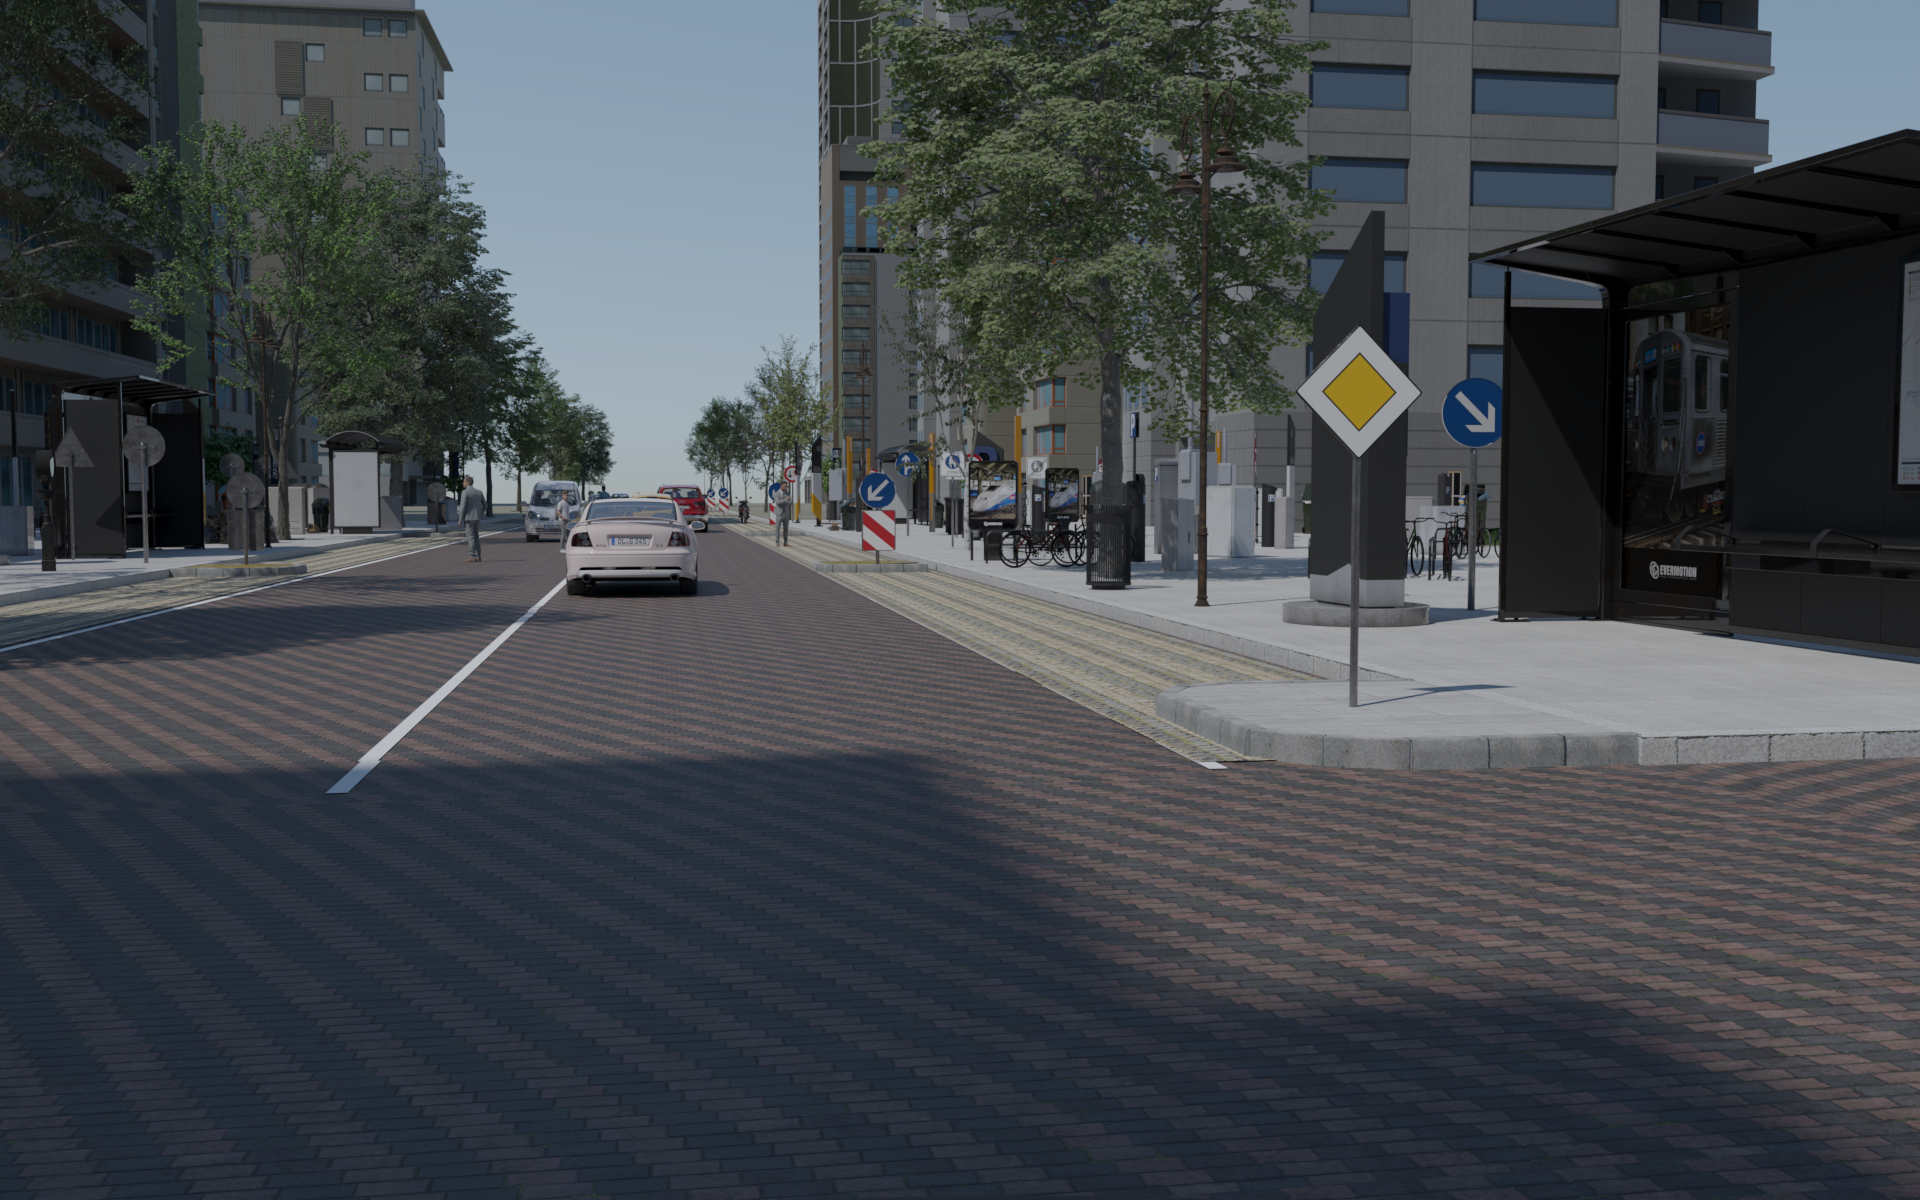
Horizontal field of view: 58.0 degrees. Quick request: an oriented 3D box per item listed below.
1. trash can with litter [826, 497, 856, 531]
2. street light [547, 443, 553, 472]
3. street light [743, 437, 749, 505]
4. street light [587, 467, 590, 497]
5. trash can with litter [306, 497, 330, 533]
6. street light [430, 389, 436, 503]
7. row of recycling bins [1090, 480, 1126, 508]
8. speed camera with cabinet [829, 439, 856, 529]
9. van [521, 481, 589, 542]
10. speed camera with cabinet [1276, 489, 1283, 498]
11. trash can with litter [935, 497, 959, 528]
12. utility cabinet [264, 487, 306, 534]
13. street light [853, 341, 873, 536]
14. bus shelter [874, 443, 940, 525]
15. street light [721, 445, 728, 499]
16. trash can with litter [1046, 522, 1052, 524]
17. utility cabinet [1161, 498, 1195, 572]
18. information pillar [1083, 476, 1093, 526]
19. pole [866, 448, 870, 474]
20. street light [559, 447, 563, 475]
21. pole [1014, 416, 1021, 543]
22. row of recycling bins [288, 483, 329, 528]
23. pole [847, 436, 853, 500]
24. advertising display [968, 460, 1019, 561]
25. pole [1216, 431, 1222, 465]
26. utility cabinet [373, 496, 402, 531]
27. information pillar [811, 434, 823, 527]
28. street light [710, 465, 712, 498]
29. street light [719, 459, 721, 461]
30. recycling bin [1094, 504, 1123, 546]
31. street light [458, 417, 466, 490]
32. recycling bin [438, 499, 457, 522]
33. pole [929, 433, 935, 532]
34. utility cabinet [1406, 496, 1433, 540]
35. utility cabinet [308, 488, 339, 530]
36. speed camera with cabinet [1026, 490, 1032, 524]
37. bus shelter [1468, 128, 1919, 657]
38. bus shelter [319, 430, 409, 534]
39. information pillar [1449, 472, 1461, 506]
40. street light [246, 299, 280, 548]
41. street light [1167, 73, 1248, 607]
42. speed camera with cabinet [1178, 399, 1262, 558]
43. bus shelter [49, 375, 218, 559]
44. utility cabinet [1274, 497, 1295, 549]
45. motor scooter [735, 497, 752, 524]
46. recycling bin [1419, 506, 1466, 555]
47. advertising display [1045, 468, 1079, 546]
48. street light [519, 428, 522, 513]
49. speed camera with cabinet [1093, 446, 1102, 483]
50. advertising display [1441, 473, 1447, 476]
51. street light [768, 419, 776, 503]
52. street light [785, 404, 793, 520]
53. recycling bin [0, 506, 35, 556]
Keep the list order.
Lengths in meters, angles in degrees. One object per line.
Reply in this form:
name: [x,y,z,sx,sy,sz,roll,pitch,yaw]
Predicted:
trash can with litter: [-4.090,-2.998,60.397,1.055,1.170,0.624,-2,4,-23]
street light: [-35.498,-10.835,149.934,0.468,5.910,1.993,-1,4,-10]
street light: [-15.773,-9.459,127.449,0.468,5.910,1.993,-1,4,-10]
street light: [-49.400,-15.770,230.631,0.468,5.910,1.993,-1,4,-10]
trash can with litter: [-21.082,-2.788,56.973,0.624,1.170,1.055,0,4,4]
street light: [-22.216,-6.139,73.166,0.468,5.910,1.993,-1,4,-10]
row of recycling bins: [4.343,-2.636,50.218,1.069,1.692,3.534,1,4,9]
speed camera with cabinet: [-4.045,-4.209,63.159,0.660,3.252,2.038,2,4,25]
van: [-12.393,-2.818,53.088,2.013,2.044,4.112,-1,4,-11]
speed camera with cabinet: [8.612,-3.516,51.816,2.038,3.252,0.660,0,4,8]
trash can with litter: [-0.612,-3.278,64.986,1.055,1.170,0.624,0,4,2]
utility cabinet: [-21.450,-2.835,55.028,1.173,1.500,0.318,0,4,-1]
street light: [-2.916,-4.859,52.234,0.468,5.910,1.993,-1,4,-10]
bus shelter: [-2.197,-4.739,71.407,2.014,3.302,5.546,-1,4,-10]
street light: [-21.489,-11.439,159.815,0.468,5.910,1.993,-1,4,-10]
trash can with litter: [3.868,-3.798,73.487,0.624,1.170,1.055,-1,4,-14]
utility cabinet: [3.651,-1.088,28.951,0.306,1.237,1.020,2,4,23]
information pillar: [5.080,-3.941,68.924,0.304,2.012,0.304,-1,4,-20]
pole: [-4.083,-5.098,77.203,0.158,3.312,0.155,0,3,0]
street light: [-38.171,-11.795,165.641,0.468,5.910,1.993,-1,4,-10]
pole: [1.505,-3.135,45.104,0.158,3.312,0.155,0,3,0]
row of recycling bins: [-24.890,-3.585,65.730,1.069,1.692,3.534,-3,5,-42]
pole: [-3.901,-4.125,61.292,0.158,3.312,0.155,0,3,0]
advertising display: [0.642,-1.716,33.277,0.974,1.923,0.123,1,4,16]
pole: [8.409,-3.823,56.349,0.158,3.312,0.155,0,3,0]
utility cabinet: [-20.289,-3.063,61.248,1.020,1.237,0.306,-2,4,-35]
information pillar: [-5.611,-4.681,67.892,0.183,3.616,0.504,3,5,40]
street light: [-30.078,-14.469,209.352,0.468,5.910,1.993,-1,4,-10]
street light: [-24.384,-12.507,177.278,0.468,5.910,1.993,-1,4,-10]
recycling bin: [3.681,-1.791,41.834,0.722,1.027,0.722,-1,4,-19]
street light: [-24.090,-6.802,84.007,0.468,5.910,1.993,-1,4,-10]
recycling bin: [-23.954,-4.175,80.815,0.722,1.027,0.722,1,4,18]
pole: [-0.936,-3.932,58.136,0.158,3.312,0.155,0,3,0]
utility cabinet: [12.641,-2.274,48.343,1.020,1.237,0.306,-1,4,-11]
utility cabinet: [-22.500,-3.219,61.313,0.318,1.500,1.173,2,4,31]
speed camera with cabinet: [2.309,-4.976,75.685,2.038,3.252,0.660,2,4,27]
bus shelter: [6.403,-1.413,14.386,1.731,3.624,6.357,-1,4,-10]
bus shelter: [-19.749,-3.899,57.680,2.014,3.302,5.546,-1,4,-10]
information pillar: [16.184,-3.192,56.685,0.304,2.012,0.304,-1,4,-11]
street light: [-16.536,-4.186,41.221,0.468,5.910,1.993,-1,4,-10]
street light: [2.766,-2.864,19.610,0.468,5.910,1.993,-1,4,-10]
speed camera with cabinet: [5.252,-2.518,35.502,0.660,3.252,2.038,-2,4,-25]
bus shelter: [-17.550,-2.804,37.133,1.731,3.624,6.357,-1,4,-10]
utility cabinet: [7.640,-1.813,40.809,0.306,1.237,1.020,1,4,21]
motor scooter: [-10.419,-4.327,83.517,0.815,1.314,1.986,-1,4,-11]
recycling bin: [10.210,-1.475,36.664,0.722,1.027,0.722,-1,4,-12]
advertising display: [2.506,-2.281,42.515,0.974,1.923,0.123,-2,4,-34]
street light: [-29.795,-8.843,117.370,0.468,5.910,1.993,-1,4,-10]
speed camera with cabinet: [6.003,-4.698,71.148,0.660,3.252,2.038,-1,4,-11]
advertising display: [14.968,-2.961,53.632,0.123,1.923,0.974,1,4,12]
street light: [-10.198,-7.453,94.643,0.468,5.910,1.993,-1,4,-10]
street light: [-8.279,-6.816,84.233,0.468,5.910,1.993,-1,4,-10]
recycling bin: [-19.806,-1.444,36.166,0.722,1.027,0.722,-1,4,-17]
